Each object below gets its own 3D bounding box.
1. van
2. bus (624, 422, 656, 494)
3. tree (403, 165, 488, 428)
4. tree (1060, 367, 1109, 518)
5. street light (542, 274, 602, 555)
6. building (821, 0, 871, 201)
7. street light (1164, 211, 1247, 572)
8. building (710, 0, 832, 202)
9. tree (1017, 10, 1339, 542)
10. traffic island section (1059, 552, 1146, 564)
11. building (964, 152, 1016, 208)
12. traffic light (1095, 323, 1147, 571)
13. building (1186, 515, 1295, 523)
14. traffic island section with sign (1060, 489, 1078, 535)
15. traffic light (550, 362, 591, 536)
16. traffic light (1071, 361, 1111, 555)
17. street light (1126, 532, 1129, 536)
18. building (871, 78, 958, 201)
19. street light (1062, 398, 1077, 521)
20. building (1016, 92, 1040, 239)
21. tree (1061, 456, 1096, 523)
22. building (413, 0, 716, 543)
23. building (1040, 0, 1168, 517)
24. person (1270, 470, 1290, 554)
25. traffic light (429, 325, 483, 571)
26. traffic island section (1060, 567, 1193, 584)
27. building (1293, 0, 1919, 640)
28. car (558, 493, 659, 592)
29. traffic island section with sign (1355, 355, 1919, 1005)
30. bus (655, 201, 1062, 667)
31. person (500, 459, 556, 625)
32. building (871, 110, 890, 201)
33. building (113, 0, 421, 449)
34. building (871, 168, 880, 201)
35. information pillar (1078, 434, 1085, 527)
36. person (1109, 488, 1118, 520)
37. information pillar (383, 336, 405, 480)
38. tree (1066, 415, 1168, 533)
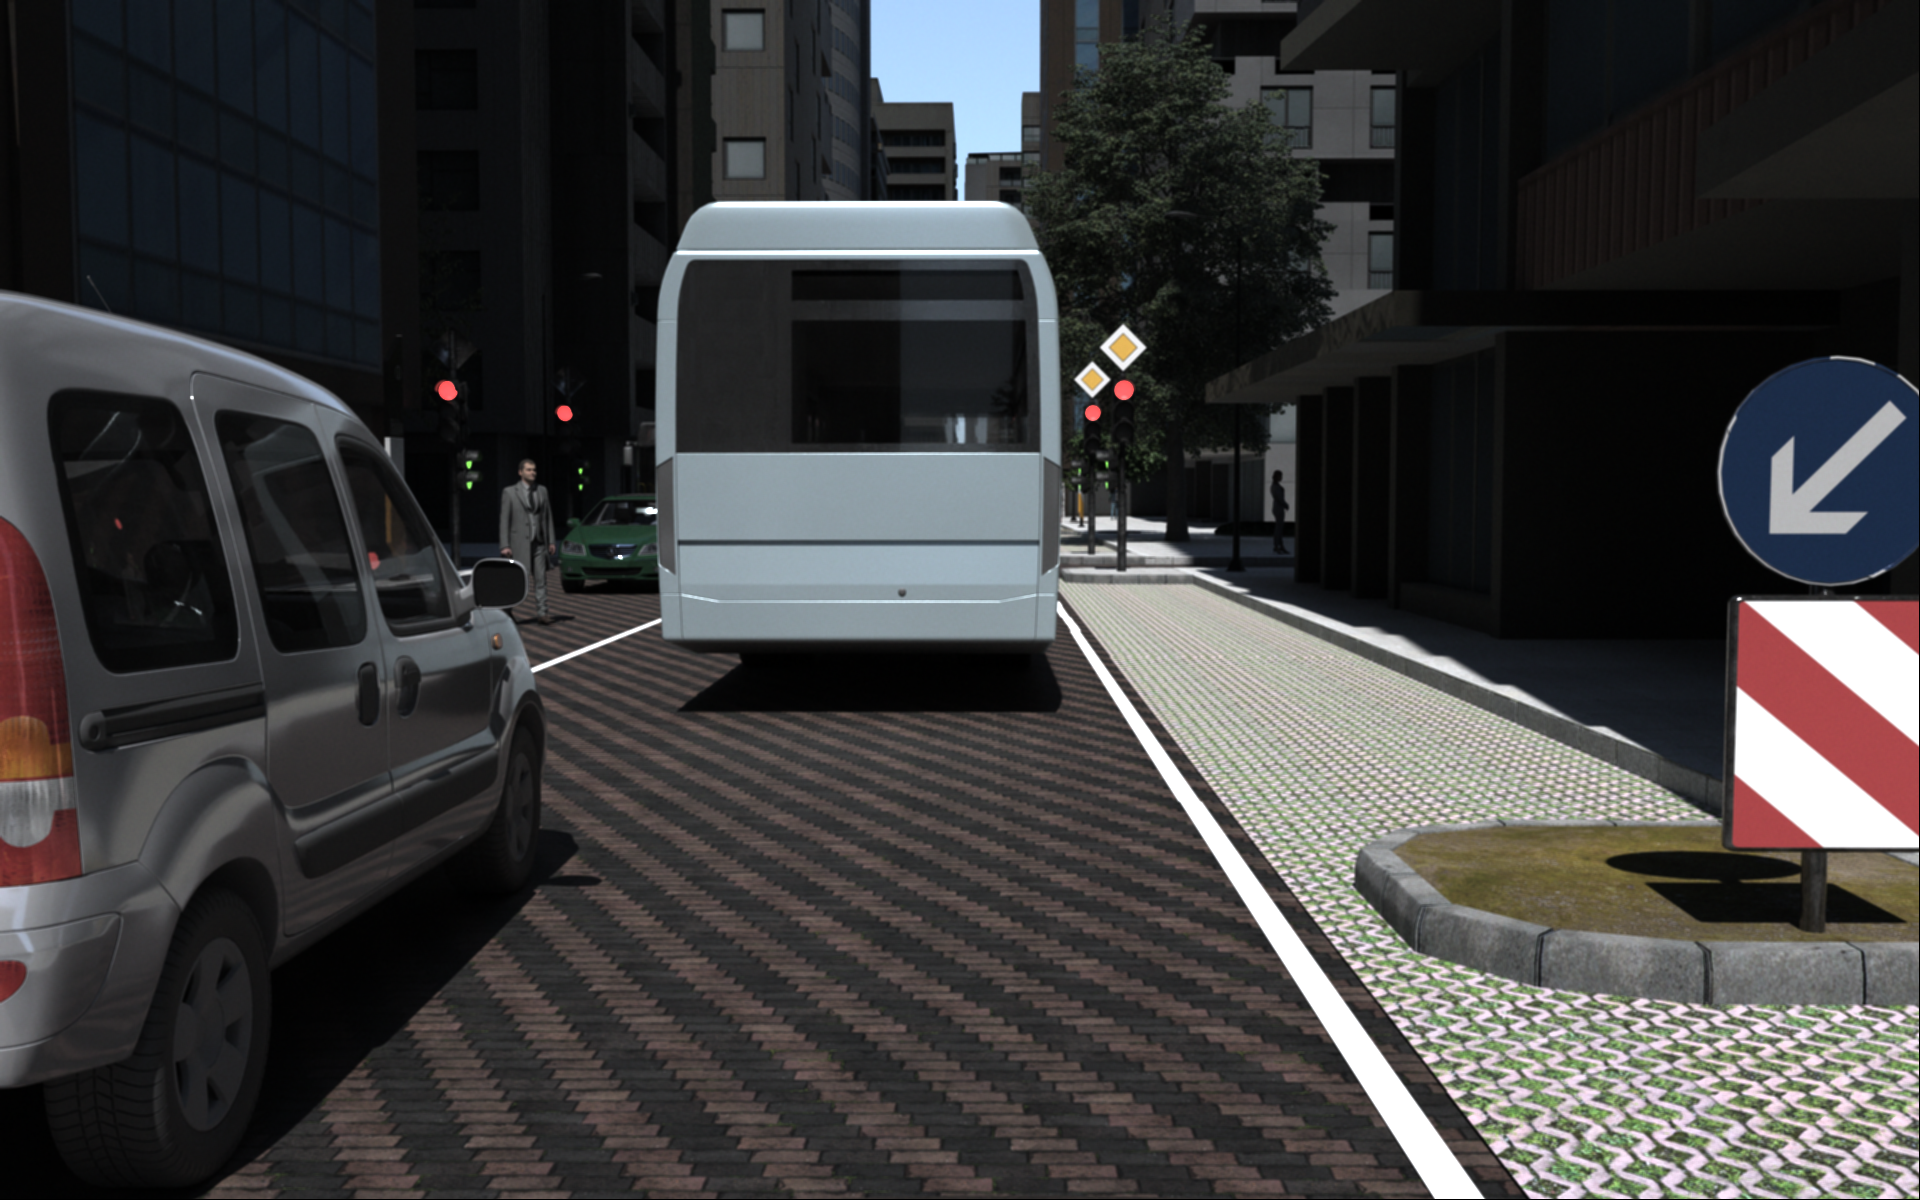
[{"bbox_3d":[-2.379,0.127,4.942,2.013,2.044,4.112,0,4,-1],"label":"van"},{"bbox_3d":[-5.733,-2.919,42.588,2.948,3.499,13.247,0,4,-1],"label":"bus"},{"bbox_3d":[-12.944,-5.455,39.545,4.737,8.622,4.395,0,3,0],"label":"tree"},{"bbox_3d":[5.799,-8.723,92.981,4.360,8.622,3.978,0,3,0],"label":"tree"},{"bbox_3d":[-8.239,-3.921,36.656,1.470,5.913,1.316,0,4,1],"label":"street light"},{"bbox_3d":[-17.823,-35.668,125.178,21.231,58.520,28.212,0,4,1],"label":"building"},{"bbox_3d":[4.048,-3.430,28.623,1.470,5.913,1.316,0,4,1],"label":"street light"},{"bbox_3d":[-20.730,-30.421,86.615,28.713,52.752,27.495,0,4,1],"label":"building"},{"bbox_3d":[5.911,-8.550,46.453,9.857,13.997,8.962,0,3,0],"label":"tree"},{"bbox_3d":[2.811,-0.885,36.752,2.009,0.180,2.903,0,4,1],"label":"traffic island section"},{"bbox_3d":[7.500,-31.647,201.027,14.086,41.232,14.154,0,4,1],"label":"building"},{"bbox_3d":[2.667,-2.430,28.654,0.839,4.253,0.868,0,4,1],"label":"traffic light"},{"bbox_3d":[22.307,-29.702,74.869,28.713,52.752,27.495,0,4,1],"label":"building"},{"bbox_3d":[3.141,-3.225,61.348,1.989,1.847,2.006,0,4,1],"label":"traffic island section with sign"},{"bbox_3d":[-8.289,-2.926,36.766,0.839,4.253,0.868,0,4,1],"label":"traffic light"},{"bbox_3d":[2.771,-2.919,36.639,0.839,4.253,0.868,0,4,1],"label":"traffic light"},{"bbox_3d":[4.465,-4.927,53.098,1.470,5.913,1.316,0,4,1],"label":"street light"},{"bbox_3d":[-11.154,-35.592,205.626,21.600,48.544,21.300,0,4,1],"label":"building"},{"bbox_3d":[4.886,-6.726,82.512,1.470,5.913,1.316,0,4,1],"label":"street light"},{"bbox_3d":[13.297,-30.333,179.541,14.154,41.232,14.086,0,4,1],"label":"building"},{"bbox_3d":[5.416,-5.069,77.477,1.663,3.219,1.824,0,3,0],"label":"tree"},{"bbox_3d":[-15.167,-17.046,50.409,14.160,30.474,14.107,0,4,1],"label":"building"},{"bbox_3d":[11.925,-27.762,104.026,14.600,45.320,14.200,0,4,1],"label":"building"},{"bbox_3d":[6.887,-1.875,36.972,0.573,1.790,0.520,-1,4,-17],"label":"person"},{"bbox_3d":[-8.393,-2.438,28.782,0.839,4.253,0.868,0,4,1],"label":"traffic light"},{"bbox_3d":[2.707,-0.397,28.768,2.009,0.180,2.903,0,4,1],"label":"traffic island section"},{"bbox_3d":[14.348,-21.818,11.344,22.147,44.769,28.867,0,4,1],"label":"building"},{"bbox_3d":[-4.893,-0.924,26.906,2.131,1.459,4.920,0,4,1],"label":"car"},{"bbox_3d":[2.413,0.175,5.763,1.989,1.847,2.006,0,4,1],"label":"traffic island section with sign"},{"bbox_3d":[-0.579,-1.386,17.527,2.948,3.499,13.247,0,4,1],"label":"bus"},{"bbox_3d":[-4.740,-0.634,18.962,0.694,1.812,0.767,-3,5,-42],"label":"person"},{"bbox_3d":[-19.127,-29.381,172.266,23.993,40.220,32.217,0,4,1],"label":"building"},{"bbox_3d":[-16.199,-22.682,20.960,14.200,45.320,14.600,0,4,1],"label":"building"},{"bbox_3d":[-14.194,-22.961,147.109,14.160,30.474,14.107,0,4,1],"label":"building"},{"bbox_3d":[4.718,-4.653,67.439,0.183,3.616,0.504,1,4,19],"label":"information pillar"},{"bbox_3d":[7.695,-4.852,85.719,0.623,1.781,0.721,0,4,-6],"label":"person"},{"bbox_3d":[-8.312,-2.087,25.485,0.183,3.616,0.504,0,4,6],"label":"information pillar"},{"bbox_3d":[5.254,-4.503,57.339,4.285,4.588,4.351,0,3,0],"label":"tree"}]
